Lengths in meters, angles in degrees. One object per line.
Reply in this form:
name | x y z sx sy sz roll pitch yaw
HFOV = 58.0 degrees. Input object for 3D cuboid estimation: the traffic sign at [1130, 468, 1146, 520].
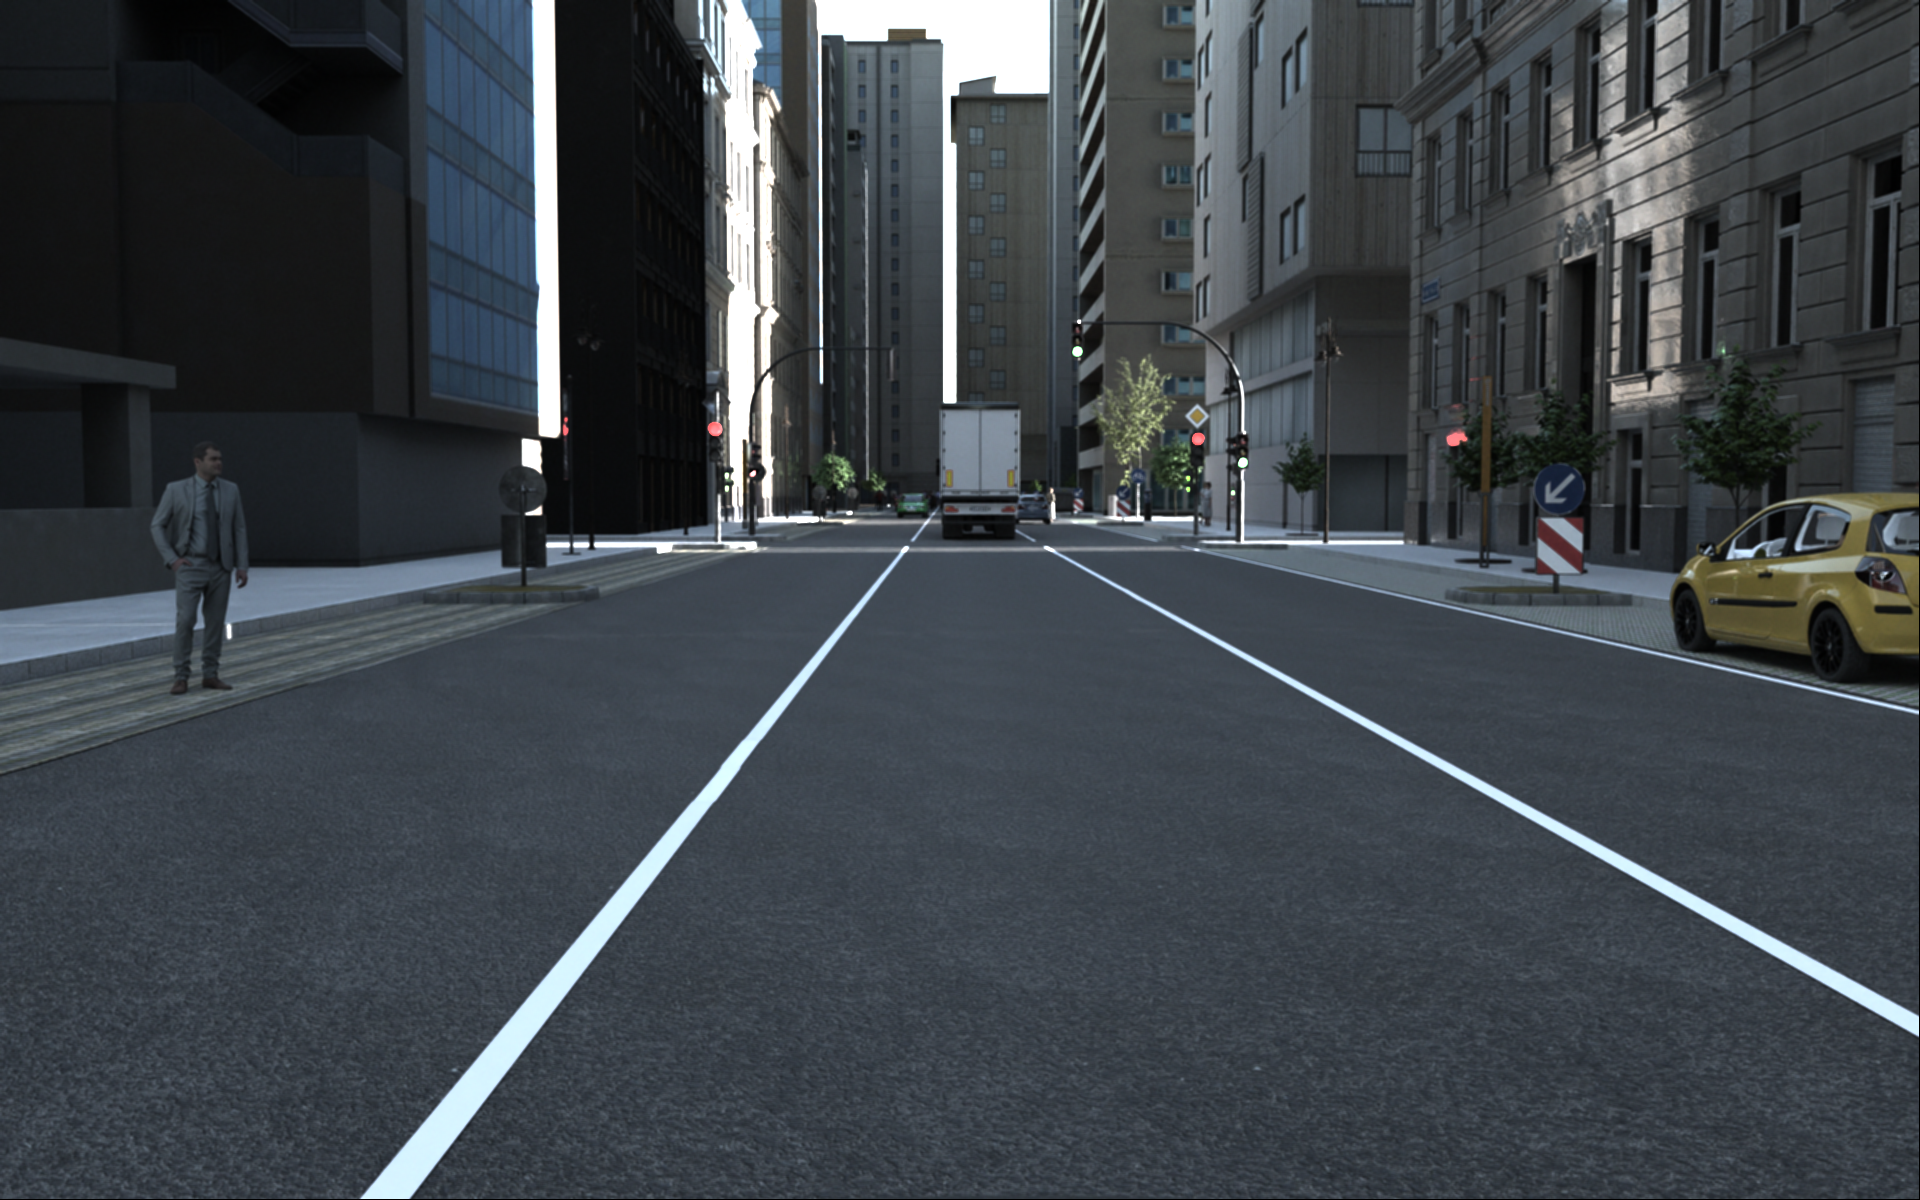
traffic sign | 8.849 -5.261 86.131 0.768 2.556 0.104 0 4 1

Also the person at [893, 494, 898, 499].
person | -5.346 -8.239 146.439 0.697 1.427 0.421 -1 4 -19

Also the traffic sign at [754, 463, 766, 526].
traffic sign | -8.267 -4.300 70.408 0.768 2.556 0.104 0 4 5

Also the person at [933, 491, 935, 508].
person | -2.850 -10.633 183.076 0.721 1.736 1.217 1 4 18

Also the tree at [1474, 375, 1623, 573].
tree | 9.703 -2.069 28.424 1.663 3.219 1.824 0 3 0

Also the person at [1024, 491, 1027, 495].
person | 5.253 -7.762 136.877 0.593 1.643 0.415 2 4 27

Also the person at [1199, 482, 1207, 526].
person | 9.943 -3.931 70.672 0.624 1.780 0.694 -2 4 -23

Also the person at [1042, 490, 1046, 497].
person | 8.592 -10.680 181.454 0.721 1.735 1.217 -3 5 -40

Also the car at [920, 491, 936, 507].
car | -3.752 -11.627 198.780 2.281 1.827 5.304 0 4 -2

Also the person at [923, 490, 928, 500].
person | -3.555 -10.499 180.032 0.599 1.838 0.709 3 5 39

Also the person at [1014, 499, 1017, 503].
person | 6.427 -11.819 201.755 1.348 1.821 0.705 -2 4 -32

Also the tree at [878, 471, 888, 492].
tree | -10.296 -13.625 206.487 4.285 4.588 4.351 0 3 0

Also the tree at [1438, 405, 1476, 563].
tree | 9.665 -2.306 32.310 1.663 3.219 1.824 0 3 0

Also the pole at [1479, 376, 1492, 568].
pole | 9.101 -2.210 29.979 0.158 3.312 0.155 0 3 0

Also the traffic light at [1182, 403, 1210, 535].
traffic light | 7.325 -3.966 53.759 0.839 4.253 0.868 0 4 0

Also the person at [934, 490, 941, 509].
person | -2.165 -9.865 169.669 0.709 1.838 0.599 -1 4 -15

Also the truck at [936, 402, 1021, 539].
truck | 0.577 -4.260 58.559 2.839 4.237 11.283 0 4 0

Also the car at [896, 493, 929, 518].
car | -2.859 -5.892 105.130 1.959 1.807 4.718 0 4 1

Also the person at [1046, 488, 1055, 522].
person | 4.745 -4.973 90.360 0.519 1.759 0.362 2 4 32

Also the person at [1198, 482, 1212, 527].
person | 9.693 -3.773 68.294 0.524 1.755 0.480 -2 4 -24

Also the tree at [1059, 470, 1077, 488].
tree | 9.016 -8.771 138.006 1.663 3.219 1.824 0 3 0

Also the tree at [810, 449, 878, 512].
tree | -9.170 -8.717 126.235 4.285 4.588 4.351 0 3 0

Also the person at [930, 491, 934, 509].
person | -2.610 -9.318 161.657 0.445 1.727 0.742 0 4 -2

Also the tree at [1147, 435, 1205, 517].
tree | 12.035 -6.874 96.096 4.285 4.588 4.351 0 3 0

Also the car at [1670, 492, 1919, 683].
car | 7.400 -0.259 14.467 2.015 1.641 3.980 0 3 0

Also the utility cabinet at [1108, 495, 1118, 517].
utility cabinet | 8.635 -5.292 97.680 0.306 1.237 1.020 -1 4 -12

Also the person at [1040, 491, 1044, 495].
person | 6.334 -7.602 134.254 0.415 1.643 0.593 2 4 27

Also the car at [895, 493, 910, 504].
car | -3.382 -6.737 119.189 2.155 1.783 4.494 0 4 -2

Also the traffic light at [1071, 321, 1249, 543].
traffic light | 5.283 -4.340 45.620 4.771 5.953 1.251 0 4 0

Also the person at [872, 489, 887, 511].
person | -6.622 -8.235 143.073 1.348 1.831 0.705 1 4 8

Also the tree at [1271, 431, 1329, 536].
tree | 10.711 -3.607 53.576 1.663 3.219 1.824 0 3 0

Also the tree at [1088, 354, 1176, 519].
tree | 9.049 -8.560 90.316 4.737 8.622 4.395 0 3 0

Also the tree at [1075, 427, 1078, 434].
tree | 10.268 -10.659 124.638 4.360 8.622 3.978 0 3 0

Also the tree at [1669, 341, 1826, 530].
tree | 9.880 -1.683 22.116 1.663 3.219 1.824 0 3 0

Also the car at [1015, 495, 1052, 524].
car | 3.460 -4.399 83.928 2.014 1.417 4.499 0 4 0

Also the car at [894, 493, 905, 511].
car | -4.425 -8.244 143.836 2.155 1.783 4.494 0 4 0

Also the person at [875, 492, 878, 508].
person | -7.657 -9.154 159.639 0.415 1.643 0.593 -1 4 -19

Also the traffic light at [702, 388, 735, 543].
traffic light | -6.386 -3.471 45.673 0.839 4.253 0.868 0 4 0

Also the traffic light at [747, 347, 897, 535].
traffic light | -4.345 -4.834 53.706 4.771 5.953 1.251 0 4 0

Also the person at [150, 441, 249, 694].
person | -5.501 -0.243 12.580 0.391 1.810 0.635 3 5 40

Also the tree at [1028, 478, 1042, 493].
tree | 8.993 -12.915 205.756 1.663 3.219 1.824 0 3 0
